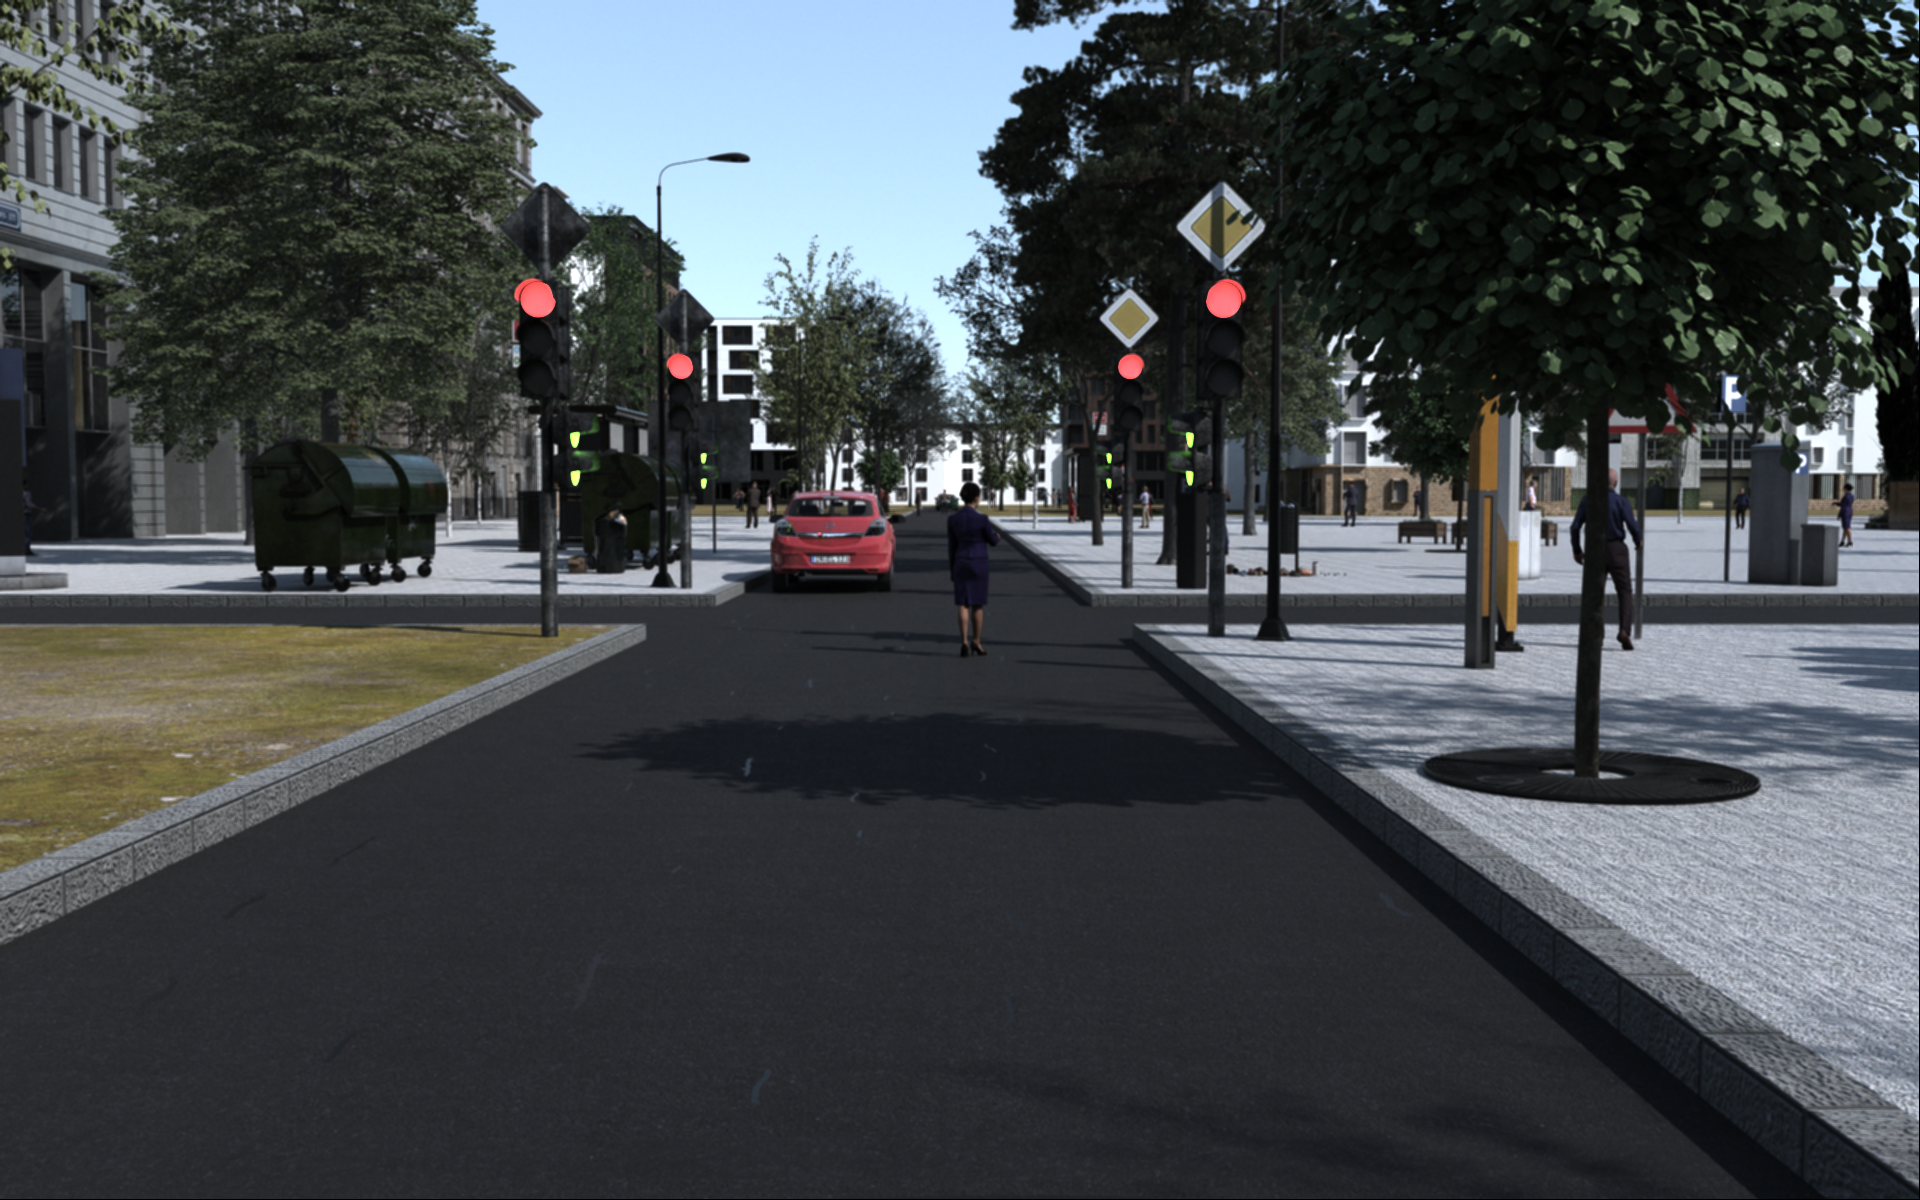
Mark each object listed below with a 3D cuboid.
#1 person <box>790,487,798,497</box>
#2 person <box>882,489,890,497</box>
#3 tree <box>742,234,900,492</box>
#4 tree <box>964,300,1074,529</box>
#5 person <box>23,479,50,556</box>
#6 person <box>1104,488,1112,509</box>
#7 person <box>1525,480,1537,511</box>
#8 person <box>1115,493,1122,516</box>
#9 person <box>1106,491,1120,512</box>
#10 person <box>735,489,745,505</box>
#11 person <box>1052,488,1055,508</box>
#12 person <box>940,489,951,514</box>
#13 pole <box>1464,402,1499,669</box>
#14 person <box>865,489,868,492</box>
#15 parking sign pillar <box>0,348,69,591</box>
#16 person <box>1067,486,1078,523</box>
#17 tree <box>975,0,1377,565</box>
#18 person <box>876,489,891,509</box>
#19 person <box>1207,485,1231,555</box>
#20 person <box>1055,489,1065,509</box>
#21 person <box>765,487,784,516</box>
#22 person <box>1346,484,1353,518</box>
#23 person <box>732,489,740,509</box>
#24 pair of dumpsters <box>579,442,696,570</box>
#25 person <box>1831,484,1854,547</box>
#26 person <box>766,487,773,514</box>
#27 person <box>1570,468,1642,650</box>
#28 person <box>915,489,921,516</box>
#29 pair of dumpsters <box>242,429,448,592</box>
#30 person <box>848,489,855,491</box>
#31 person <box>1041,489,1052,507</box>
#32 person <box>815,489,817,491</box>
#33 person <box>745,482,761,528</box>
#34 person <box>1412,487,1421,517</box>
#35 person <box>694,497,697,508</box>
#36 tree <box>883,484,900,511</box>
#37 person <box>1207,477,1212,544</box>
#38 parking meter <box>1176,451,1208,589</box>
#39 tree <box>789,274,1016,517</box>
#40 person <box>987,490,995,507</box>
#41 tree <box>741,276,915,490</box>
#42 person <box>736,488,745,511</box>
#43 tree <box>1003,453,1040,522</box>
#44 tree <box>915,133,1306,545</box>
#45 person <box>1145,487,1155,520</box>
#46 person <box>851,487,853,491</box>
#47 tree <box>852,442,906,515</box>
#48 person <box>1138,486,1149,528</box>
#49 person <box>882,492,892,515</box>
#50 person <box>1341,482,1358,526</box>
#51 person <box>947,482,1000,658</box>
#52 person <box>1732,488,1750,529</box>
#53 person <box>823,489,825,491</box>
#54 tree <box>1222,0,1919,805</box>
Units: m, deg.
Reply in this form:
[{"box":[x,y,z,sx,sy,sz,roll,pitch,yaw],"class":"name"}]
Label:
[{"box":[-12.688,-7.910,135.373,1.348,1.824,0.705,-1,4,-21],"class":"person"},{"box":[-5.756,-7.524,129.765,1.217,1.736,0.721,2,4,24],"class":"person"},{"box":[-4.086,-6.112,50.289,4.737,8.622,4.395,0,3,0],"class":"tree"},{"box":[2.561,-6.894,63.079,4.737,8.622,4.395,0,3,0],"class":"tree"},{"box":[-19.257,-1.690,35.629,0.963,1.587,0.435,1,4,8],"class":"person"},{"box":[13.046,-9.029,153.681,1.348,1.822,0.705,-3,5,-42],"class":"person"},{"box":[17.469,-2.805,52.841,0.436,1.711,0.756,1,4,19],"class":"person"},{"box":[9.575,-5.752,103.320,0.697,1.427,0.421,-2,4,-33],"class":"person"},{"box":[10.978,-7.133,122.628,1.348,1.831,0.705,0,4,-4],"class":"person"},{"box":[-22.080,-10.232,173.316,0.705,1.826,1.348,3,4,37],"class":"person"},{"box":[8.613,-9.425,160.142,0.705,1.824,1.348,0,4,2],"class":"person"},{"box":[-1.016,-6.980,123.156,0.617,1.759,0.750,2,4,24],"class":"person"},{"box":[3.829,-1.151,12.665,0.158,3.312,0.155,0,3,0],"class":"pole"},{"box":[-8.303,-9.117,155.886,0.721,1.735,1.217,1,4,13],"class":"person"},{"box":[-12.981,-2.144,23.523,1.447,3.967,1.447,-2,4,-29],"class":"parking sign pillar"},{"box":[4.962,-4.201,76.428,0.444,1.614,0.593,0,4,-7],"class":"person"},{"box":[4.145,-7.578,31.320,7.806,13.903,7.818,0,3,0],"class":"tree"},{"box":[-5.134,-6.495,112.172,1.348,1.831,0.705,0,4,-7],"class":"person"},{"box":[5.378,-1.804,36.359,0.655,1.722,0.431,-2,4,-34],"class":"person"},{"box":[8.682,-8.781,150.328,1.217,1.735,0.721,-3,4,-38],"class":"person"},{"box":[-10.918,-5.806,101.790,1.217,1.723,0.721,-2,4,-32],"class":"person"},{"box":[20.751,-5.305,92.641,0.599,1.838,0.709,1,4,8],"class":"person"},{"box":[-19.702,-8.930,152.767,0.721,1.743,1.217,2,4,27],"class":"person"},{"box":[-5.825,-1.758,31.244,1.574,2.255,4.436,0,4,0],"class":"pair of dumpsters"},{"box":[21.403,-2.058,42.058,0.546,1.535,0.453,2,4,35],"class":"person"},{"box":[-12.496,-6.567,114.085,0.621,1.740,0.551,-1,4,-10],"class":"person"},{"box":[5.490,-0.351,14.482,0.600,1.496,0.574,-2,4,-33],"class":"person"},{"box":[-2.750,-6.386,113.455,0.434,1.755,0.990,-1,4,-10],"class":"person"},{"box":[-8.642,-1.352,24.597,1.574,2.255,4.436,0,4,0],"class":"pair of dumpsters"},{"box":[-10.430,-10.095,171.892,0.721,1.735,1.217,1,4,16],"class":"person"},{"box":[8.318,-9.864,167.406,1.350,1.814,0.705,-2,4,-34],"class":"person"},{"box":[-12.770,-8.993,153.743,0.551,1.740,0.621,3,5,39],"class":"person"},{"box":[-7.846,-3.586,65.361,0.600,1.739,0.565,3,4,37],"class":"person"},{"box":[26.043,-5.600,98.515,0.541,1.710,0.530,3,5,43],"class":"person"},{"box":[-24.756,-9.256,160.603,0.599,1.433,0.991,3,4,39],"class":"person"},{"box":[-5.358,-8.449,132.742,1.663,3.219,1.824,0,3,0],"class":"tree"},{"box":[6.461,-2.345,45.087,0.504,1.737,0.576,1,4,18],"class":"person"},{"box":[3.140,-1.087,23.478,0.255,1.863,0.399,-3,4,-37],"class":"parking meter"},{"box":[-4.716,-11.478,98.028,12.009,13.543,11.850,0,3,0],"class":"tree"},{"box":[3.036,-9.916,168.707,0.617,1.759,0.750,2,4,35],"class":"person"},{"box":[-5.417,-8.570,74.532,8.767,10.594,7.601,-3,4,-36],"class":"tree"},{"box":[-16.391,-7.555,130.280,1.217,1.736,0.721,3,4,36],"class":"person"},{"box":[2.990,-5.304,81.322,1.663,3.219,1.824,0,3,0],"class":"tree"},{"box":[3.478,-6.665,43.378,8.767,10.594,7.601,0,4,1],"class":"tree"},{"box":[9.341,-4.776,85.841,0.444,1.614,0.593,-3,4,-36],"class":"person"},{"box":[-8.469,-7.946,135.944,0.705,1.826,1.348,1,4,13],"class":"person"},{"box":[-4.949,-7.538,106.952,4.285,4.588,4.351,0,3,0],"class":"tree"},{"box":[6.964,-3.509,65.482,0.516,1.574,0.319,-3,5,-44],"class":"person"},{"box":[-4.504,-5.863,105.165,0.557,1.426,1.065,-3,4,-37],"class":"person"},{"box":[15.385,-3.796,68.558,0.683,1.767,0.568,-2,4,-35],"class":"person"},{"box":[0.122,-0.275,15.360,0.453,1.535,0.546,0,4,4],"class":"person"},{"box":[28.629,-3.359,63.655,0.600,1.496,0.574,-1,4,-17],"class":"person"},{"box":[-11.886,-8.821,150.815,0.434,1.755,0.990,2,4,33],"class":"person"},{"box":[2.845,-1.462,7.619,4.285,4.588,4.351,0,3,0],"class":"tree"}]
